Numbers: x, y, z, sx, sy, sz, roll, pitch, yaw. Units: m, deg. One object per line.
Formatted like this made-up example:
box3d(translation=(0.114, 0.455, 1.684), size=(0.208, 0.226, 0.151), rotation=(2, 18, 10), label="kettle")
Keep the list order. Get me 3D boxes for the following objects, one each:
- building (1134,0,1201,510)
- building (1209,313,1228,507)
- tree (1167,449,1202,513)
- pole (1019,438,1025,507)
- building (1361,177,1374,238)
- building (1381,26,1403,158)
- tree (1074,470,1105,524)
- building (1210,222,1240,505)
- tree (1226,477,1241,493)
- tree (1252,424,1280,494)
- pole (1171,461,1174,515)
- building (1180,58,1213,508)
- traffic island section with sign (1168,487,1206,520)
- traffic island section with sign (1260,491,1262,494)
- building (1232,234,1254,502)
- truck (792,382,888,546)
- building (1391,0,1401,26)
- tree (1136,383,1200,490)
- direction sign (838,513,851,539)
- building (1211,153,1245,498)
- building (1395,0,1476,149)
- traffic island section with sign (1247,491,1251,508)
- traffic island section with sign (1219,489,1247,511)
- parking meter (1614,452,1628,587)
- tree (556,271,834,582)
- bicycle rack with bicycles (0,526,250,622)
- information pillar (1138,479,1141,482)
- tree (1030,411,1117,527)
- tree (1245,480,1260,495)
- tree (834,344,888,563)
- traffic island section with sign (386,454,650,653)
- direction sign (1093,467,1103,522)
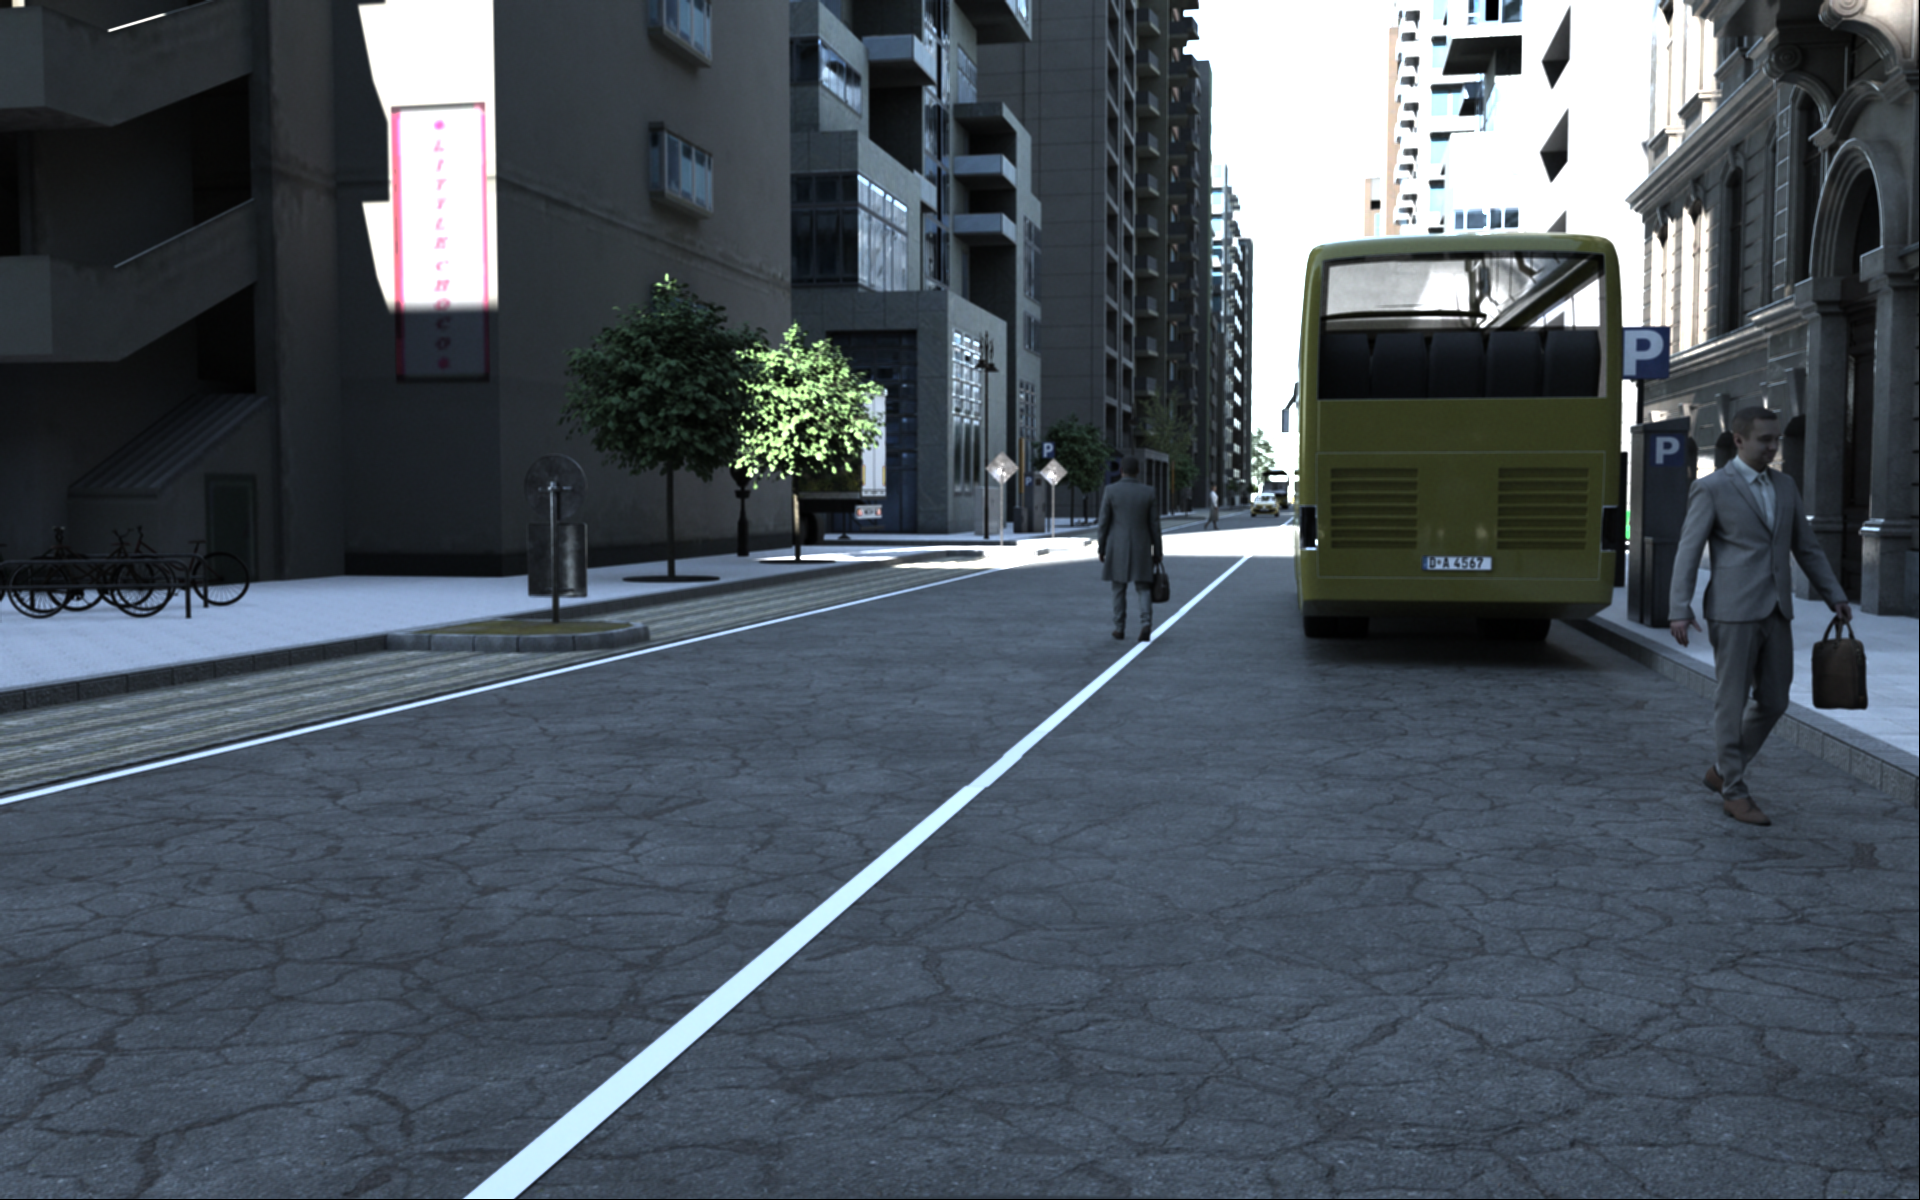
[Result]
box3d(translation=(7.563, -29.646, 139.342), size=(22.147, 44.769, 28.867), rotation=(1, 4, 12), label="building")
box3d(translation=(13.538, -20.659, 182.806), size=(27.650, 21.520, 28.899), rotation=(1, 4, 12), label="building")
box3d(translation=(15.023, -8.308, 119.543), size=(4.285, 4.588, 4.351), rotation=(0, 3, 0), label="tree")
box3d(translation=(2.252, -4.242, 63.207), size=(0.158, 3.312, 0.155), rotation=(0, 3, 0), label="pole")
box3d(translation=(61.899, -35.886, 236.845), size=(14.600, 45.320, 14.200), rotation=(1, 4, 12), label="building")
box3d(translation=(46.769, -31.353, 162.726), size=(14.600, 45.320, 14.200), rotation=(1, 4, 12), label="building")
box3d(translation=(5.524, -4.863, 74.103), size=(1.663, 3.219, 1.824), rotation=(0, 3, 0), label="tree")
box3d(translation=(19.210, -32.294, 219.892), size=(32.217, 40.220, 23.993), rotation=(1, 4, 12), label="building")
box3d(translation=(31.192, -12.490, 198.809), size=(1.663, 3.219, 1.824), rotation=(0, 3, 0), label="tree")
box3d(translation=(47.867, -22.056, 278.744), size=(7.486, 12.596, 7.792), rotation=(0, 3, 0), label="tree")
box3d(translation=(12.929, -6.816, 105.287), size=(0.158, 3.312, 0.155), rotation=(0, 3, 0), label="pole")
box3d(translation=(15.658, -29.117, 159.665), size=(14.154, 41.232, 14.086), rotation=(1, 4, 12), label="building")
box3d(translation=(12.778, -5.425, 97.325), size=(1.989, 1.847, 2.006), rotation=(1, 4, 12), label="traffic island section with sign")
box3d(translation=(45.277, -14.964, 253.294), size=(1.989, 1.847, 2.006), rotation=(1, 4, 12), label="traffic island section with sign")
box3d(translation=(37.736, -35.655, 266.554), size=(14.154, 41.232, 14.086), rotation=(1, 4, 12), label="building")
box3d(translation=(-7.658, -3.483, 45.860), size=(11.283, 4.237, 2.839), rotation=(1, 4, 13), label="truck")
box3d(translation=(52.831, -45.286, 178.672), size=(20.563, 71.187, 20.611), rotation=(1, 4, 12), label="building")
box3d(translation=(13.699, -10.090, 115.328), size=(4.737, 8.622, 4.395), rotation=(0, 3, 0), label="tree")
box3d(translation=(-3.287, -3.490, 49.053), size=(0.876, 3.537, 0.379), rotation=(-1, 4, -20), label="direction sign")
box3d(translation=(28.245, -38.286, 245.581), size=(23.786, 49.044, 30.456), rotation=(1, 4, 12), label="building")
box3d(translation=(46.710, -31.800, 139.541), size=(23.786, 49.044, 30.456), rotation=(1, 4, 12), label="building")
box3d(translation=(28.445, -10.023, 172.506), size=(1.989, 1.847, 2.006), rotation=(1, 4, 12), label="traffic island section with sign")
box3d(translation=(22.938, -8.409, 146.117), size=(1.989, 1.847, 2.006), rotation=(1, 4, 12), label="traffic island section with sign")
box3d(translation=(9.014, -1.120, 24.022), size=(0.399, 1.863, 0.255), rotation=(3, 4, 36), label="parking meter")
box3d(translation=(-4.222, -2.570, 25.733), size=(4.285, 4.588, 4.351), rotation=(0, 3, 0), label="tree")
box3d(translation=(-9.276, -0.314, 18.516), size=(2.925, 0.926, 2.852), rotation=(-1, 4, -17), label="bicycle rack with bicycles")
box3d(translation=(8.857, -5.017, 86.515), size=(0.304, 2.012, 0.304), rotation=(0, 4, 1), label="information pillar")
box3d(translation=(4.437, -5.142, 67.792), size=(4.285, 4.588, 4.351), rotation=(0, 3, 0), label="tree")
box3d(translation=(39.790, -14.853, 237.450), size=(1.663, 3.219, 1.824), rotation=(0, 3, 0), label="tree")
box3d(translation=(-3.099, -2.984, 32.503), size=(4.285, 4.588, 4.351), rotation=(0, 3, 0), label="tree")
box3d(translation=(-4.076, -0.482, 16.512), size=(1.989, 1.847, 2.006), rotation=(1, 4, 12), label="traffic island section with sign")
box3d(translation=(6.205, -5.276, 78.257), size=(0.379, 3.537, 0.876), rotation=(2, 4, 35), label="direction sign")
